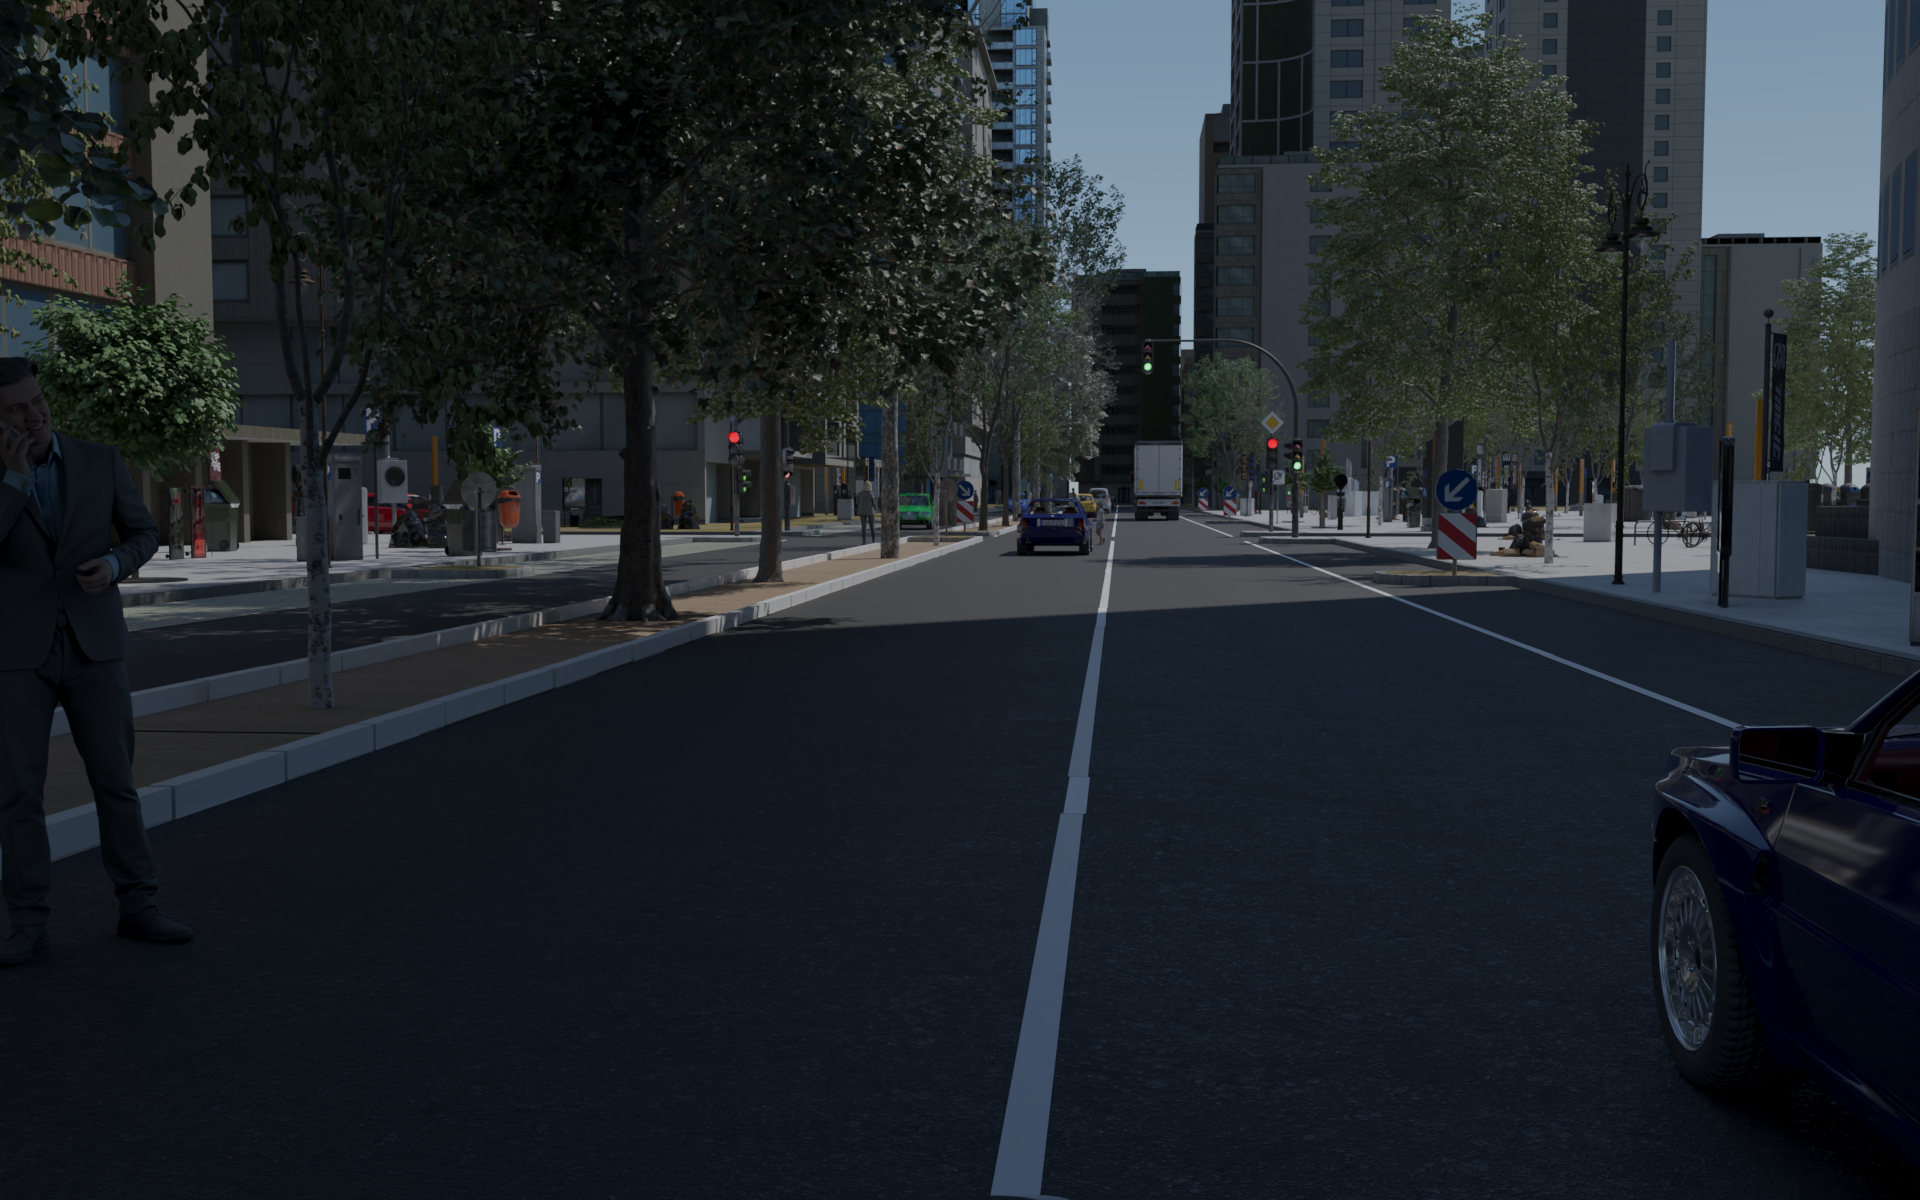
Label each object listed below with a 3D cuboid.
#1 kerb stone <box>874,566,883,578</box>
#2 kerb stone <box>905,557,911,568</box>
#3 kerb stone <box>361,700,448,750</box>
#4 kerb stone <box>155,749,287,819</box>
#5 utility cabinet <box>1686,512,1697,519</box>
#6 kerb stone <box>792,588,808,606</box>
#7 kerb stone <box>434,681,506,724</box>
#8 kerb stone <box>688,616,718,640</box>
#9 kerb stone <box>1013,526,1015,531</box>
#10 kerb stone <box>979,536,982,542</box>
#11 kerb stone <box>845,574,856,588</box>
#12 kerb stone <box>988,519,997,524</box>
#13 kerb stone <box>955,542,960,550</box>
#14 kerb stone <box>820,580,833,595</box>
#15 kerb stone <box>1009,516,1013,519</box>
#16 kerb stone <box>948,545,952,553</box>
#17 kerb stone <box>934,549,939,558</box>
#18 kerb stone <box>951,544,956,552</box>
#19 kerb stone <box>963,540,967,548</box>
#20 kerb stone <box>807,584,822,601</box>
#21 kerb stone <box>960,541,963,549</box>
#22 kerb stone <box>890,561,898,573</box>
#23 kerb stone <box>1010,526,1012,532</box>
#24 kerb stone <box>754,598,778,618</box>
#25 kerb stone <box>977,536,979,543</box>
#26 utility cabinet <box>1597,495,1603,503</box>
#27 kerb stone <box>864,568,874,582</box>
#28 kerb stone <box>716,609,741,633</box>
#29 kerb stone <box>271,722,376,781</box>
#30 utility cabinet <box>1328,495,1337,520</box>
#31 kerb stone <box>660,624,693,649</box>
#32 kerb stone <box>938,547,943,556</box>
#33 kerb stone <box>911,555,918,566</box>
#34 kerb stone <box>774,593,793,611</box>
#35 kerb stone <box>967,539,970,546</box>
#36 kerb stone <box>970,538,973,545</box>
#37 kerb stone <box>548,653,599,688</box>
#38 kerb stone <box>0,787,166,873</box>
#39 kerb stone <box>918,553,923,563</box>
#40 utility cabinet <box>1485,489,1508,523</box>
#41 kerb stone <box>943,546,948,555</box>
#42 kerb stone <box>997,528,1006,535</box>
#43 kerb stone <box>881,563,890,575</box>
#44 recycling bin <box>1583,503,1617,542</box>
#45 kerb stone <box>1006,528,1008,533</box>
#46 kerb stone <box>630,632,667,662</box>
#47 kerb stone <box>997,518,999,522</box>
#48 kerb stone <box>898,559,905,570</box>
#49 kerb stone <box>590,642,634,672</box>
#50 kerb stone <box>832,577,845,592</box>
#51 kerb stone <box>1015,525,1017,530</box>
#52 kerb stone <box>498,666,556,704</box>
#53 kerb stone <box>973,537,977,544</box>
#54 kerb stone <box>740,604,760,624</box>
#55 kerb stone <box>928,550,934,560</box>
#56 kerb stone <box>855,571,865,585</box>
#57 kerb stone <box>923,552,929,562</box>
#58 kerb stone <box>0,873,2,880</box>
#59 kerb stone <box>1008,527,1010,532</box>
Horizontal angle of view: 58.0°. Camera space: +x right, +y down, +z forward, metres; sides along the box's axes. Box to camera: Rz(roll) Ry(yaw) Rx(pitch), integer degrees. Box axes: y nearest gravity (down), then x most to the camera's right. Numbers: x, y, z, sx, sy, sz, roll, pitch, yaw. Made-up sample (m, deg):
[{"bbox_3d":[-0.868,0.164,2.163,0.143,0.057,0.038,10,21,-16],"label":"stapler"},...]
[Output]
[{"bbox_3d":[-1.494,-0.447,29.597,0.120,0.150,1.000,0,4,5],"label":"kerb stone"},{"bbox_3d":[-1.113,-0.699,33.686,0.120,0.150,1.000,0,4,5],"label":"kerb stone"},{"bbox_3d":[-3.278,0.735,10.180,0.120,0.150,1.000,0,4,5],"label":"kerb stone"},{"bbox_3d":[-3.466,0.861,8.124,0.120,0.150,1.000,0,4,5],"label":"kerb stone"},{"bbox_3d":[38.203,-4.891,91.132,1.020,1.237,0.306,3,5,41],"label":"utility cabinet"},{"bbox_3d":[-2.148,-0.014,22.453,0.120,0.150,1.000,0,4,5],"label":"kerb stone"},{"bbox_3d":[-3.190,0.672,11.206,0.120,0.150,1.000,0,4,5],"label":"kerb stone"},{"bbox_3d":[-2.623,0.297,17.348,0.120,0.150,1.000,0,4,5],"label":"kerb stone"},{"bbox_3d":[1.942,-2.729,66.861,0.120,0.150,1.000,0,4,5],"label":"kerb stone"},{"bbox_3d":[0.484,-1.754,51.038,0.120,0.150,1.000,0,4,5],"label":"kerb stone"},{"bbox_3d":[-1.773,-0.266,26.537,0.120,0.150,1.000,0,4,5],"label":"kerb stone"},{"bbox_3d":[1.637,-3.929,86.458,0.120,0.150,1.000,0,4,5],"label":"kerb stone"},{"bbox_3d":[-0.174,-1.327,43.905,0.120,0.150,1.000,0,4,5],"label":"kerb stone"},{"bbox_3d":[-1.973,-0.140,24.491,0.120,0.150,1.000,0,4,5],"label":"kerb stone"},{"bbox_3d":[3.139,-4.929,102.778,0.120,0.150,1.000,0,4,5],"label":"kerb stone"},{"bbox_3d":[-0.369,-1.202,41.856,0.120,0.150,1.000,0,4,5],"label":"kerb stone"},{"bbox_3d":[-0.645,-1.015,38.796,0.120,0.150,1.000,0,4,5],"label":"kerb stone"},{"bbox_3d":[-0.273,-1.260,42.886,0.120,0.150,1.000,0,4,5],"label":"kerb stone"},{"bbox_3d":[0.015,-1.452,45.941,0.120,0.150,1.000,0,4,5],"label":"kerb stone"},{"bbox_3d":[-2.051,-0.078,23.471,0.120,0.150,1.000,0,4,5],"label":"kerb stone"},{"bbox_3d":[-0.081,-1.390,44.923,0.120,0.150,1.000,0,4,5],"label":"kerb stone"},{"bbox_3d":[-1.306,-0.577,31.637,0.120,0.150,1.000,0,4,5],"label":"kerb stone"},{"bbox_3d":[1.749,-2.606,64.810,0.120,0.150,1.000,0,4,5],"label":"kerb stone"},{"bbox_3d":[-2.339,0.109,20.416,0.120,0.150,1.000,0,4,5],"label":"kerb stone"},{"bbox_3d":[0.385,-1.700,50.020,0.120,0.150,1.000,0,4,5],"label":"kerb stone"},{"bbox_3d":[44.191,-6.663,120.109,1.020,1.237,0.306,-2,4,-35],"label":"utility cabinet"},{"bbox_3d":[-1.588,-0.390,28.576,0.120,0.150,1.000,0,4,5],"label":"kerb stone"},{"bbox_3d":[-2.515,0.234,18.364,0.120,0.150,1.000,0,4,5],"label":"kerb stone"},{"bbox_3d":[-3.374,0.798,9.156,0.120,0.150,1.000,0,4,5],"label":"kerb stone"},{"bbox_3d":[18.730,-4.643,87.071,0.306,1.237,1.020,0,4,2],"label":"utility cabinet"},{"bbox_3d":[-2.720,0.359,16.329,0.120,0.150,1.000,0,4,5],"label":"kerb stone"},{"bbox_3d":[-0.552,-1.078,39.814,0.120,0.150,1.000,0,4,5],"label":"kerb stone"},{"bbox_3d":[-1.016,-0.761,34.703,0.120,0.150,1.000,0,4,5],"label":"kerb stone"},{"bbox_3d":[-2.250,0.046,21.436,0.120,0.150,1.000,0,4,5],"label":"kerb stone"},{"bbox_3d":[0.109,-1.515,46.967,0.120,0.150,1.000,0,4,5],"label":"kerb stone"},{"bbox_3d":[0.198,-1.574,47.985,0.120,0.150,1.000,0,4,5],"label":"kerb stone"},{"bbox_3d":[-2.991,0.547,13.255,0.120,0.150,1.000,0,4,5],"label":"kerb stone"},{"bbox_3d":[-3.564,0.925,7.107,0.120,0.150,1.000,0,4,5],"label":"kerb stone"},{"bbox_3d":[-0.930,-0.827,35.723,0.120,0.150,1.000,0,4,5],"label":"kerb stone"},{"bbox_3d":[23.743,-4.161,76.710,0.318,1.500,1.173,-1,4,-18],"label":"utility cabinet"},{"bbox_3d":[-0.446,-1.140,40.830,0.120,0.150,1.000,0,4,5],"label":"kerb stone"},{"bbox_3d":[1.470,-2.419,61.748,0.120,0.150,1.000,0,4,5],"label":"kerb stone"},{"bbox_3d":[-1.400,-0.515,30.614,0.120,0.150,1.000,0,4,5],"label":"kerb stone"},{"bbox_3d":[17.261,-2.087,46.680,0.722,1.027,0.722,2,4,34],"label":"recycling bin"},{"bbox_3d":[1.571,-2.474,62.773,0.120,0.150,1.000,0,4,5],"label":"kerb stone"},{"bbox_3d":[-2.800,0.424,15.302,0.120,0.150,1.000,0,4,5],"label":"kerb stone"},{"bbox_3d":[1.724,-3.993,87.481,0.120,0.150,1.000,0,4,5],"label":"kerb stone"},{"bbox_3d":[-1.209,-0.635,32.657,0.120,0.150,1.000,0,4,5],"label":"kerb stone"},{"bbox_3d":[-2.911,0.485,14.274,0.120,0.150,1.000,0,4,5],"label":"kerb stone"},{"bbox_3d":[-1.874,-0.203,25.512,0.120,0.150,1.000,0,4,5],"label":"kerb stone"},{"bbox_3d":[2.034,-2.794,67.879,0.120,0.150,1.000,0,4,5],"label":"kerb stone"},{"bbox_3d":[-3.096,0.612,12.236,0.120,0.150,1.000,0,4,5],"label":"kerb stone"},{"bbox_3d":[0.297,-1.633,49.002,0.120,0.150,1.000,0,4,5],"label":"kerb stone"},{"bbox_3d":[-2.431,0.179,19.388,0.120,0.150,1.000,0,4,5],"label":"kerb stone"},{"bbox_3d":[-0.739,-0.947,37.765,0.120,0.150,1.000,0,4,5],"label":"kerb stone"},{"bbox_3d":[-1.678,-0.328,27.555,0.120,0.150,1.000,0,4,5],"label":"kerb stone"},{"bbox_3d":[-0.831,-0.890,36.746,0.120,0.150,1.000,0,4,5],"label":"kerb stone"},{"bbox_3d":[-3.657,0.985,6.089,0.120,0.150,1.000,0,4,5],"label":"kerb stone"},{"bbox_3d":[1.652,-2.544,63.792,0.120,0.150,1.000,0,4,5],"label":"kerb stone"}]
